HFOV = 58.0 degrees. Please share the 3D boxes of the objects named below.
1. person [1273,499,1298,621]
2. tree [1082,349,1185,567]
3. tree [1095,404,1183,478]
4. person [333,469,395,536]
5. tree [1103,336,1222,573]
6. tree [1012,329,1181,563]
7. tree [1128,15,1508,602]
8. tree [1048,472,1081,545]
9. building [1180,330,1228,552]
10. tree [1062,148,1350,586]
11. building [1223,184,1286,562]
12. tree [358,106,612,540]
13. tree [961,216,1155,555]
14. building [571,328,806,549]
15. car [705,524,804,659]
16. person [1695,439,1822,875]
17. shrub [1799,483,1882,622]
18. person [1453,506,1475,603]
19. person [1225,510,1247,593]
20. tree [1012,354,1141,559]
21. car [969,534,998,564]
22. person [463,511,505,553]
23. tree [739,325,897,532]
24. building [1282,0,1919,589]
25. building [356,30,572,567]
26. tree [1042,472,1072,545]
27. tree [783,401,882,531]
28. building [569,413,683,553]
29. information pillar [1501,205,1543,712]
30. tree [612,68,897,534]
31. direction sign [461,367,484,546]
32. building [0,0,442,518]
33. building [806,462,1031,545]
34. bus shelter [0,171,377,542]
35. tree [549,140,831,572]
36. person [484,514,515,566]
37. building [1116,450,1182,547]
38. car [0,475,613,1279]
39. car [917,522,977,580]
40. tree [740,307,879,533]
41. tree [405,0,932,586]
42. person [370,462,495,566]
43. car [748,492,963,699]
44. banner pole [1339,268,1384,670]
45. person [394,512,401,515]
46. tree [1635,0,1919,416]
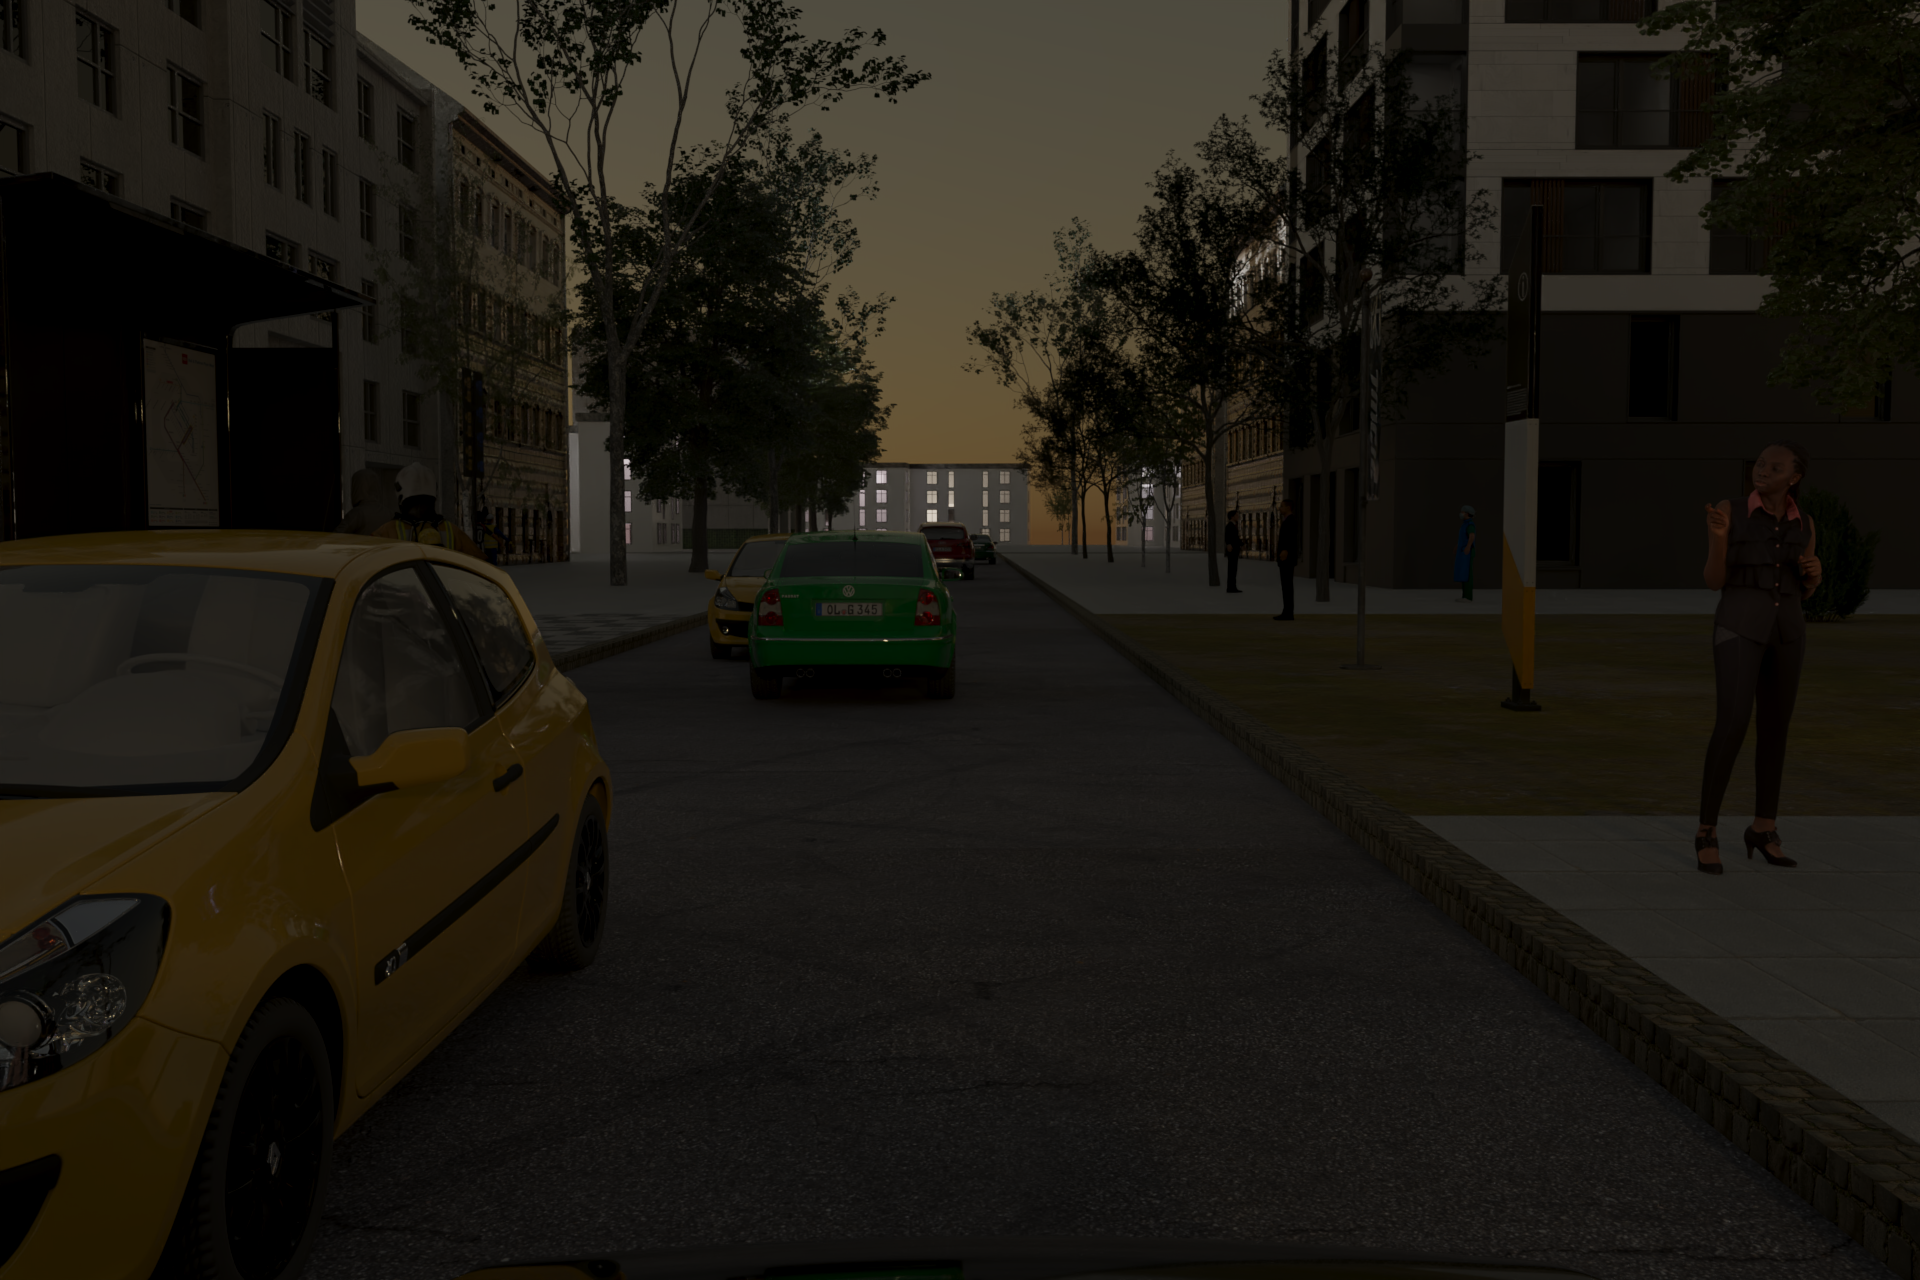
[{"bbox_3d":[4.848,-1.199,25.821,0.704,1.802,1.346,0,4,7],"label":"person"},{"bbox_3d":[7.101,-7.087,66.234,4.360,8.622,3.978,0,3,0],"label":"tree"},{"bbox_3d":[21.300,-21.395,205.691,12.611,20.169,13.585,0,3,0],"label":"tree"},{"bbox_3d":[-4.894,-0.496,14.242,0.705,1.813,1.348,2,4,23],"label":"person"},{"bbox_3d":[6.843,-6.536,57.234,4.737,8.622,4.395,0,3,0],"label":"tree"},{"bbox_3d":[6.523,-8.782,77.995,7.601,10.594,8.767,2,4,30],"label":"tree"},{"bbox_3d":[6.634,-5.988,32.322,8.767,10.594,7.601,3,5,42],"label":"tree"},{"bbox_3d":[12.294,-15.173,198.447,4.737,8.622,4.395,0,3,0],"label":"tree"},{"bbox_3d":[27.012,-18.286,129.910,19.493,23.208,18.063,0,4,0],"label":"building"},{"bbox_3d":[5.944,-6.609,42.464,7.601,10.594,8.767,1,4,10],"label":"tree"},{"bbox_3d":[23.658,-15.519,84.669,19.493,23.208,18.063,0,3,0],"label":"building"},{"bbox_3d":[-8.829,-4.910,30.641,4.360,8.622,3.978,0,3,0],"label":"tree"},{"bbox_3d":[6.274,-15.316,106.309,12.611,20.169,13.585,0,3,0],"label":"tree"},{"bbox_3d":[-24.659,-18.215,164.274,16.747,18.905,31.486,0,4,1],"label":"building"},{"bbox_3d":[-2.020,-0.665,21.099,2.015,1.641,3.980,0,3,0],"label":"car"},{"bbox_3d":[3.056,0.055,6.608,0.415,1.643,0.593,3,5,43],"label":"person"},{"bbox_3d":[12.554,-1.282,25.385,1.690,2.028,1.600,0,3,0],"label":"shrub"},{"bbox_3d":[9.492,-1.617,32.561,0.704,1.817,1.347,0,4,7],"label":"person"},{"bbox_3d":[5.986,-1.935,37.828,0.705,1.806,1.347,2,4,23],"label":"person"},{"bbox_3d":[6.211,-9.528,90.192,7.601,10.594,8.767,-1,4,-11],"label":"tree"},{"bbox_3d":[0.769,-4.355,83.009,2.131,1.459,4.920,0,4,-1],"label":"car"},{"bbox_3d":[-11.257,-2.092,40.355,1.345,1.843,0.704,-2,4,-27],"label":"person"},{"bbox_3d":[-8.366,-11.737,98.552,9.857,13.997,8.962,0,3,0],"label":"tree"},{"bbox_3d":[23.985,-12.951,55.726,27.936,21.610,32.646,0,3,0],"label":"building"},{"bbox_3d":[-27.292,-14.649,70.447,19.493,23.208,18.063,0,4,0],"label":"building"},{"bbox_3d":[11.780,-15.459,203.124,4.737,8.622,4.395,0,3,0],"label":"tree"},{"bbox_3d":[-8.667,-11.535,114.353,9.928,11.665,9.643,0,3,0],"label":"tree"},{"bbox_3d":[-25.890,-11.727,133.876,9.099,9.664,28.070,0,4,-1],"label":"building"},{"bbox_3d":[4.104,-1.303,12.651,0.183,3.616,0.504,0,4,-1],"label":"information pillar"},{"bbox_3d":[-8.908,-13.307,73.461,12.611,20.169,13.585,0,3,0],"label":"tree"},{"bbox_3d":[-6.728,-1.957,23.993,0.379,3.537,0.876,0,4,1],"label":"direction sign"},{"bbox_3d":[-25.239,-10.636,40.360,16.747,18.905,31.486,0,4,0],"label":"building"},{"bbox_3d":[-5.885,-15.845,203.664,28.070,9.664,9.099,0,4,6],"label":"building"},{"bbox_3d":[-6.717,-1.412,14.373,1.731,3.624,6.357,0,4,0],"label":"bus shelter"},{"bbox_3d":[-8.769,-9.249,57.878,9.857,13.997,8.962,0,3,0],"label":"tree"},{"bbox_3d":[-12.954,-2.562,47.857,1.349,1.833,0.705,1,4,16],"label":"person"},{"bbox_3d":[21.979,-14.623,181.240,9.099,9.664,28.070,0,3,0],"label":"building"},{"bbox_3d":[-2.067,0.359,4.354,2.015,1.641,3.980,0,4,1],"label":"car"},{"bbox_3d":[-0.567,-2.877,55.713,2.281,1.827,5.304,0,4,0],"label":"car"},{"bbox_3d":[-7.777,-10.265,85.956,7.486,12.596,7.792,0,3,0],"label":"tree"},{"bbox_3d":[-7.119,-11.374,41.852,12.611,20.169,13.585,0,3,0],"label":"tree"},{"bbox_3d":[-3.246,-0.131,10.364,1.354,1.858,0.705,-2,4,-34],"label":"person"},{"bbox_3d":[-0.940,-0.464,16.390,1.959,1.807,4.718,0,4,-1],"label":"car"},{"bbox_3d":[3.821,-1.600,16.172,0.401,3.779,0.863,0,4,0],"label":"banner pole"},{"bbox_3d":[-14.190,-2.317,43.812,1.347,1.837,0.705,1,4,17],"label":"person"},{"bbox_3d":[10.726,-6.061,17.220,7.486,12.596,7.792,0,3,0],"label":"tree"}]
